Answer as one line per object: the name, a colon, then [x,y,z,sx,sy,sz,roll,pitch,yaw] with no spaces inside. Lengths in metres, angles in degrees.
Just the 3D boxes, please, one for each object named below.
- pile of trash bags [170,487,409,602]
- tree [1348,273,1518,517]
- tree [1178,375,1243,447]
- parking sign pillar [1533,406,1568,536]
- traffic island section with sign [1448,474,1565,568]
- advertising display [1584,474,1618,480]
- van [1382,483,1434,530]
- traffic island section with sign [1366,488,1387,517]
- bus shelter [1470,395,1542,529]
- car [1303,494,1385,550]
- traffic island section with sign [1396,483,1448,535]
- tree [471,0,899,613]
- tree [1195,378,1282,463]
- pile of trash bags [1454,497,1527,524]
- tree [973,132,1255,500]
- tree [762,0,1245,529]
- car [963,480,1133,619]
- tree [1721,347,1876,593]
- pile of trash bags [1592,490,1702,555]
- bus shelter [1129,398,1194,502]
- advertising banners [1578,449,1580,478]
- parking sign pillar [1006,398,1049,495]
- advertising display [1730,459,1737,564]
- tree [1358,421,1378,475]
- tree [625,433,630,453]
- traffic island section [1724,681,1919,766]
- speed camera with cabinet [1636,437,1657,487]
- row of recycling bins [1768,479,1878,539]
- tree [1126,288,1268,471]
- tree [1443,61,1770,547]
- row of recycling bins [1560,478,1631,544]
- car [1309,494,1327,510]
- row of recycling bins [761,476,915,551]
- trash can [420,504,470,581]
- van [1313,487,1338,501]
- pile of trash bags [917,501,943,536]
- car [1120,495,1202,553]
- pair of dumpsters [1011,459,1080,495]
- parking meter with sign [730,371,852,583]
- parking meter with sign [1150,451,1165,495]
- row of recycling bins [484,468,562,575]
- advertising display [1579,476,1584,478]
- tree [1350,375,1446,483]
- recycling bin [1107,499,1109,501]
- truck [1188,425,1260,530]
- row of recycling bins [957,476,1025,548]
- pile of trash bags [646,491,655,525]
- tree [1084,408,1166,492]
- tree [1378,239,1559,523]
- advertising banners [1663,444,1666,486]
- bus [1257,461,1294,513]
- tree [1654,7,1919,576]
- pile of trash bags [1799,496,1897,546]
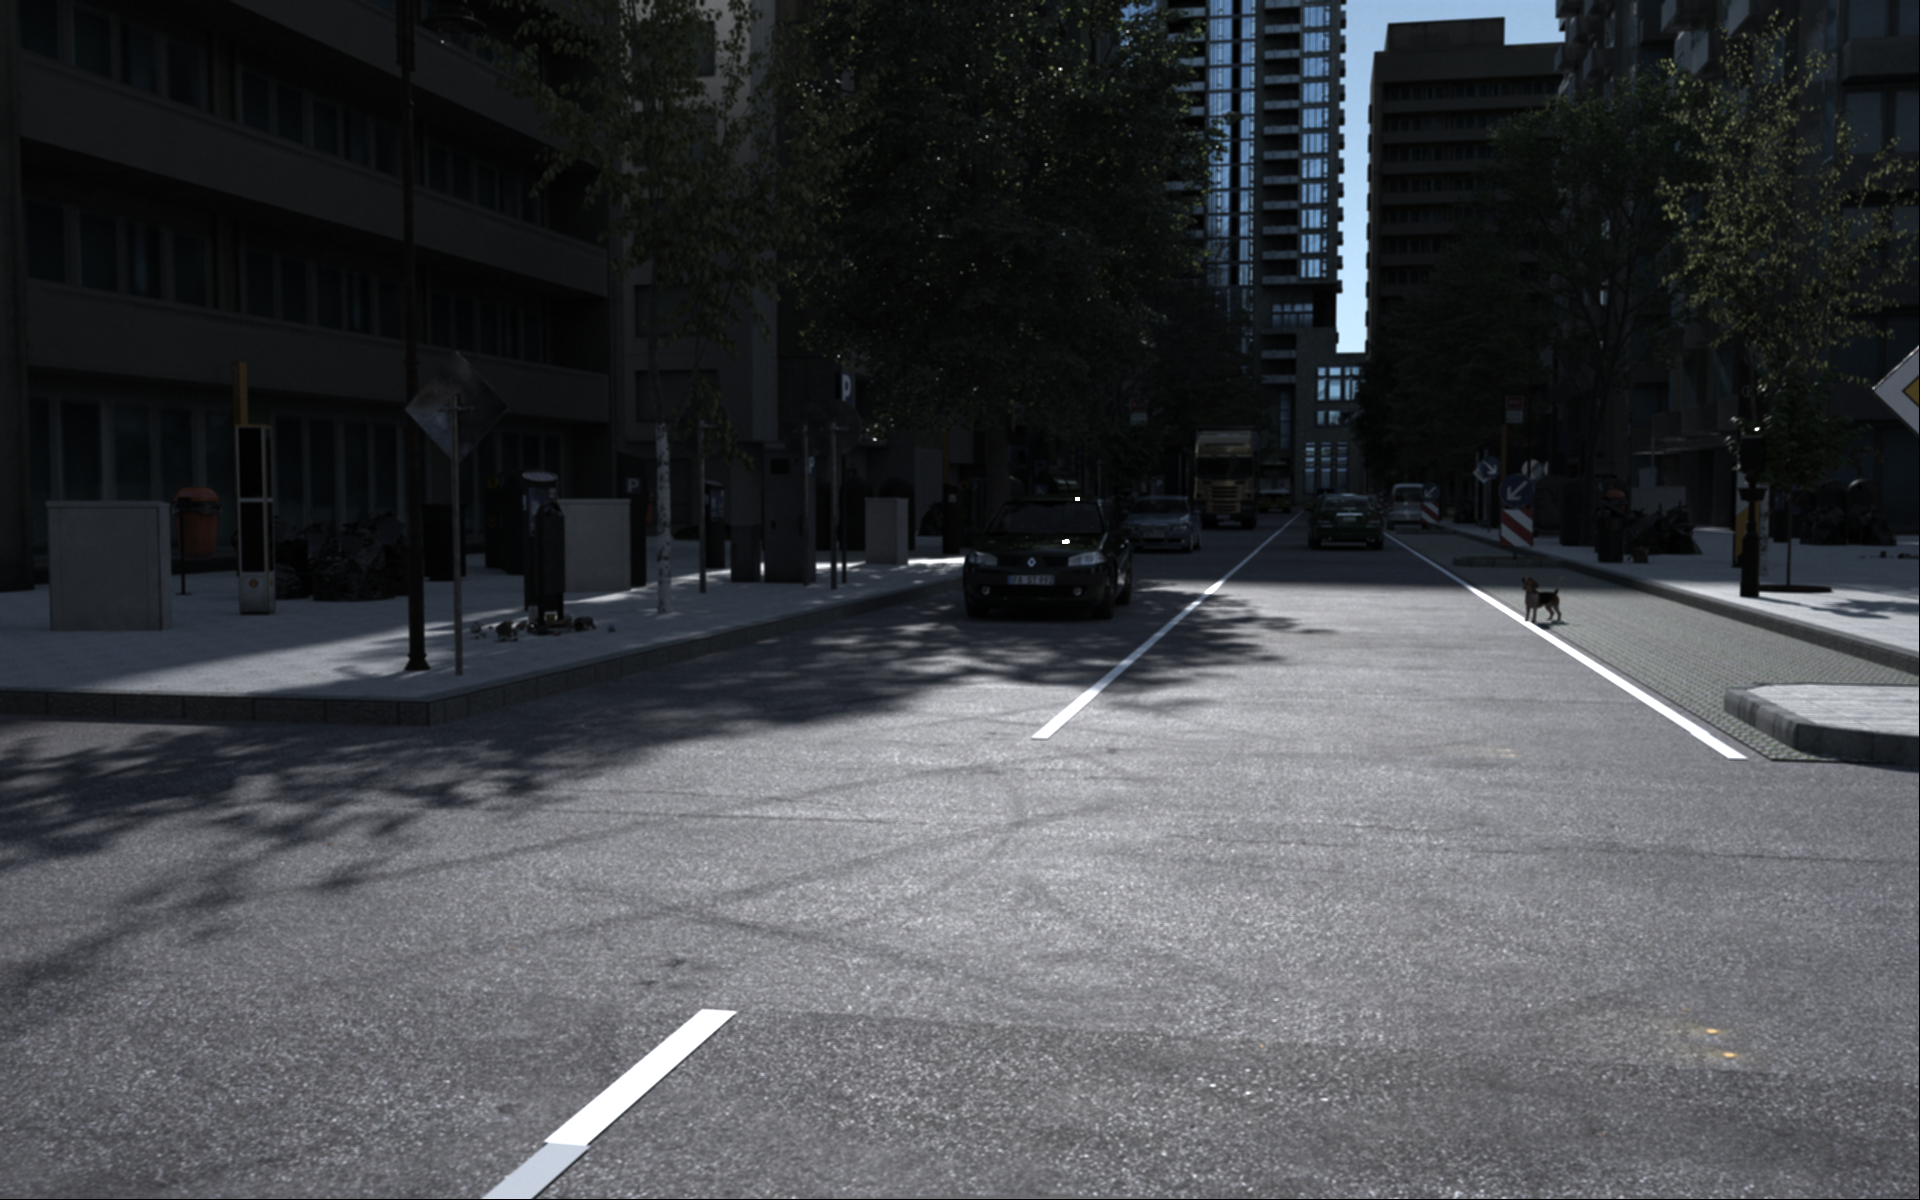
pile of trash bags: [-8.491,-0.738,21.814,3.447,1.369,1.912,1,4,18]
tree: [27.112,-11.643,97.015,9.857,13.997,8.962,0,3,0]
tree: [16.012,-9.880,111.895,4.360,8.622,3.978,0,3,0]
parking sign pillar: [18.576,-4.003,53.927,1.447,3.967,1.447,1,4,13]
traffic island section with sign: [10.870,-1.579,34.444,1.989,1.847,2.006,1,4,12]
advertising display: [20.880,-3.129,56.369,0.974,1.923,0.123,3,5,42]
van: [17.931,-3.806,69.242,2.013,2.044,4.112,1,4,13]
traffic island section with sign: [26.842,-6.243,110.706,1.989,1.847,2.006,1,4,12]
bus shelter: [21.327,-5.542,68.246,2.179,5.291,8.768,1,4,12]
car: [10.189,-2.083,45.858,2.131,1.459,4.920,1,4,10]
traffic island section with sign: [16.613,-3.254,61.823,1.989,1.847,2.006,1,4,12]
tree: [-2.944,-4.161,18.401,4.737,8.622,4.395,0,3,0]
tree: [24.477,-13.899,152.997,9.928,11.665,9.643,0,3,0]
pile of trash bags: [23.155,-3.996,75.082,3.447,1.369,1.912,1,4,21]
tree: [4.873,-9.019,57.826,12.009,13.543,11.850,0,3,0]
tree: [0.760,-7.831,34.693,9.857,13.997,8.962,0,3,0]
car: [1.142,-0.699,21.213,2.009,1.686,4.222,1,4,10]
tree: [11.018,-1.740,23.058,1.663,3.219,1.824,0,3,0]
pile of trash bags: [14.860,-1.734,38.110,1.912,1.369,3.447,0,4,1]
bus shelter: [8.720,-5.963,75.131,2.179,5.291,8.768,1,4,12]
advertising banners: [23.944,-4.337,67.099,0.090,3.025,2.074,1,4,21]
parking sign pillar: [1.960,-3.360,43.412,1.447,3.967,1.447,0,4,-3]
advertising display: [14.640,-1.648,32.159,0.974,1.923,0.123,-2,4,-35]
tree: [37.512,-14.049,147.830,7.486,12.596,7.792,0,3,0]
tree: [-9.696,-3.269,48.048,1.663,3.219,1.824,0,3,0]
traffic island section: [5.814,0.732,10.319,2.009,0.180,2.903,1,4,12]
speed camera with cabinet: [24.069,-4.065,60.795,0.660,3.252,2.038,1,4,20]
row of recycling bins: [24.792,-2.631,50.134,1.069,1.692,3.534,-2,4,-32]
tree: [13.028,-10.813,94.926,7.486,12.596,7.792,0,3,0]
tree: [15.564,-7.117,42.111,9.928,11.665,9.643,0,3,0]
row of recycling bins: [16.496,-2.320,45.043,1.069,1.692,3.534,3,5,39]
car: [19.114,-4.755,89.540,2.131,1.459,4.920,1,4,11]
row of recycling bins: [-2.788,-1.988,39.620,3.534,1.692,1.069,0,4,-1]
trash can: [-7.633,-0.855,25.638,0.748,1.137,0.748,0,3,0]
van: [32.681,-9.204,154.866,2.240,2.365,5.245,1,4,12]
pile of trash bags: [0.134,-2.700,53.900,1.912,1.369,3.447,2,4,25]
car: [5.091,-1.929,43.535,2.014,1.417,4.499,1,4,12]
pair of dumpsters: [2.229,-2.732,47.154,1.574,2.255,4.437,1,4,12]
parking meter with sign: [-2.470,-1.762,25.075,1.738,3.016,0.543,1,4,14]
parking meter with sign: [7.892,-4.476,69.450,0.543,3.016,1.738,0,4,-8]
row of recycling bins: [-7.284,-1.337,28.974,1.069,1.692,3.534,-1,4,-22]
advertising display: [22.218,-3.400,60.804,0.974,1.923,0.123,1,4,22]
tree: [30.223,-11.101,115.913,8.767,10.594,7.601,1,4,21]
recycling bin: [7.528,-4.451,85.321,0.722,1.027,0.722,-3,5,-43]
truck: [11.306,-5.147,73.068,2.839,4.237,11.283,1,4,11]
row of recycling bins: [0.734,-2.047,40.574,1.069,1.692,3.534,-1,4,-14]
pile of trash bags: [-9.678,-2.179,45.372,3.447,1.369,1.912,-2,4,-27]
tree: [6.223,-5.057,66.393,4.285,4.588,4.351,0,3,0]
tree: [22.827,-9.747,77.490,7.486,12.596,7.792,0,3,0]
advertising banners: [24.912,-3.978,61.236,0.090,3.025,2.074,2,4,23]
bus: [24.160,-8.635,132.730,2.896,3.916,12.252,1,4,11]
tree: [12.553,-4.663,26.607,4.360,8.622,3.978,0,3,0]
pile of trash bags: [23.026,-2.063,43.490,3.447,1.369,1.912,2,4,24]
